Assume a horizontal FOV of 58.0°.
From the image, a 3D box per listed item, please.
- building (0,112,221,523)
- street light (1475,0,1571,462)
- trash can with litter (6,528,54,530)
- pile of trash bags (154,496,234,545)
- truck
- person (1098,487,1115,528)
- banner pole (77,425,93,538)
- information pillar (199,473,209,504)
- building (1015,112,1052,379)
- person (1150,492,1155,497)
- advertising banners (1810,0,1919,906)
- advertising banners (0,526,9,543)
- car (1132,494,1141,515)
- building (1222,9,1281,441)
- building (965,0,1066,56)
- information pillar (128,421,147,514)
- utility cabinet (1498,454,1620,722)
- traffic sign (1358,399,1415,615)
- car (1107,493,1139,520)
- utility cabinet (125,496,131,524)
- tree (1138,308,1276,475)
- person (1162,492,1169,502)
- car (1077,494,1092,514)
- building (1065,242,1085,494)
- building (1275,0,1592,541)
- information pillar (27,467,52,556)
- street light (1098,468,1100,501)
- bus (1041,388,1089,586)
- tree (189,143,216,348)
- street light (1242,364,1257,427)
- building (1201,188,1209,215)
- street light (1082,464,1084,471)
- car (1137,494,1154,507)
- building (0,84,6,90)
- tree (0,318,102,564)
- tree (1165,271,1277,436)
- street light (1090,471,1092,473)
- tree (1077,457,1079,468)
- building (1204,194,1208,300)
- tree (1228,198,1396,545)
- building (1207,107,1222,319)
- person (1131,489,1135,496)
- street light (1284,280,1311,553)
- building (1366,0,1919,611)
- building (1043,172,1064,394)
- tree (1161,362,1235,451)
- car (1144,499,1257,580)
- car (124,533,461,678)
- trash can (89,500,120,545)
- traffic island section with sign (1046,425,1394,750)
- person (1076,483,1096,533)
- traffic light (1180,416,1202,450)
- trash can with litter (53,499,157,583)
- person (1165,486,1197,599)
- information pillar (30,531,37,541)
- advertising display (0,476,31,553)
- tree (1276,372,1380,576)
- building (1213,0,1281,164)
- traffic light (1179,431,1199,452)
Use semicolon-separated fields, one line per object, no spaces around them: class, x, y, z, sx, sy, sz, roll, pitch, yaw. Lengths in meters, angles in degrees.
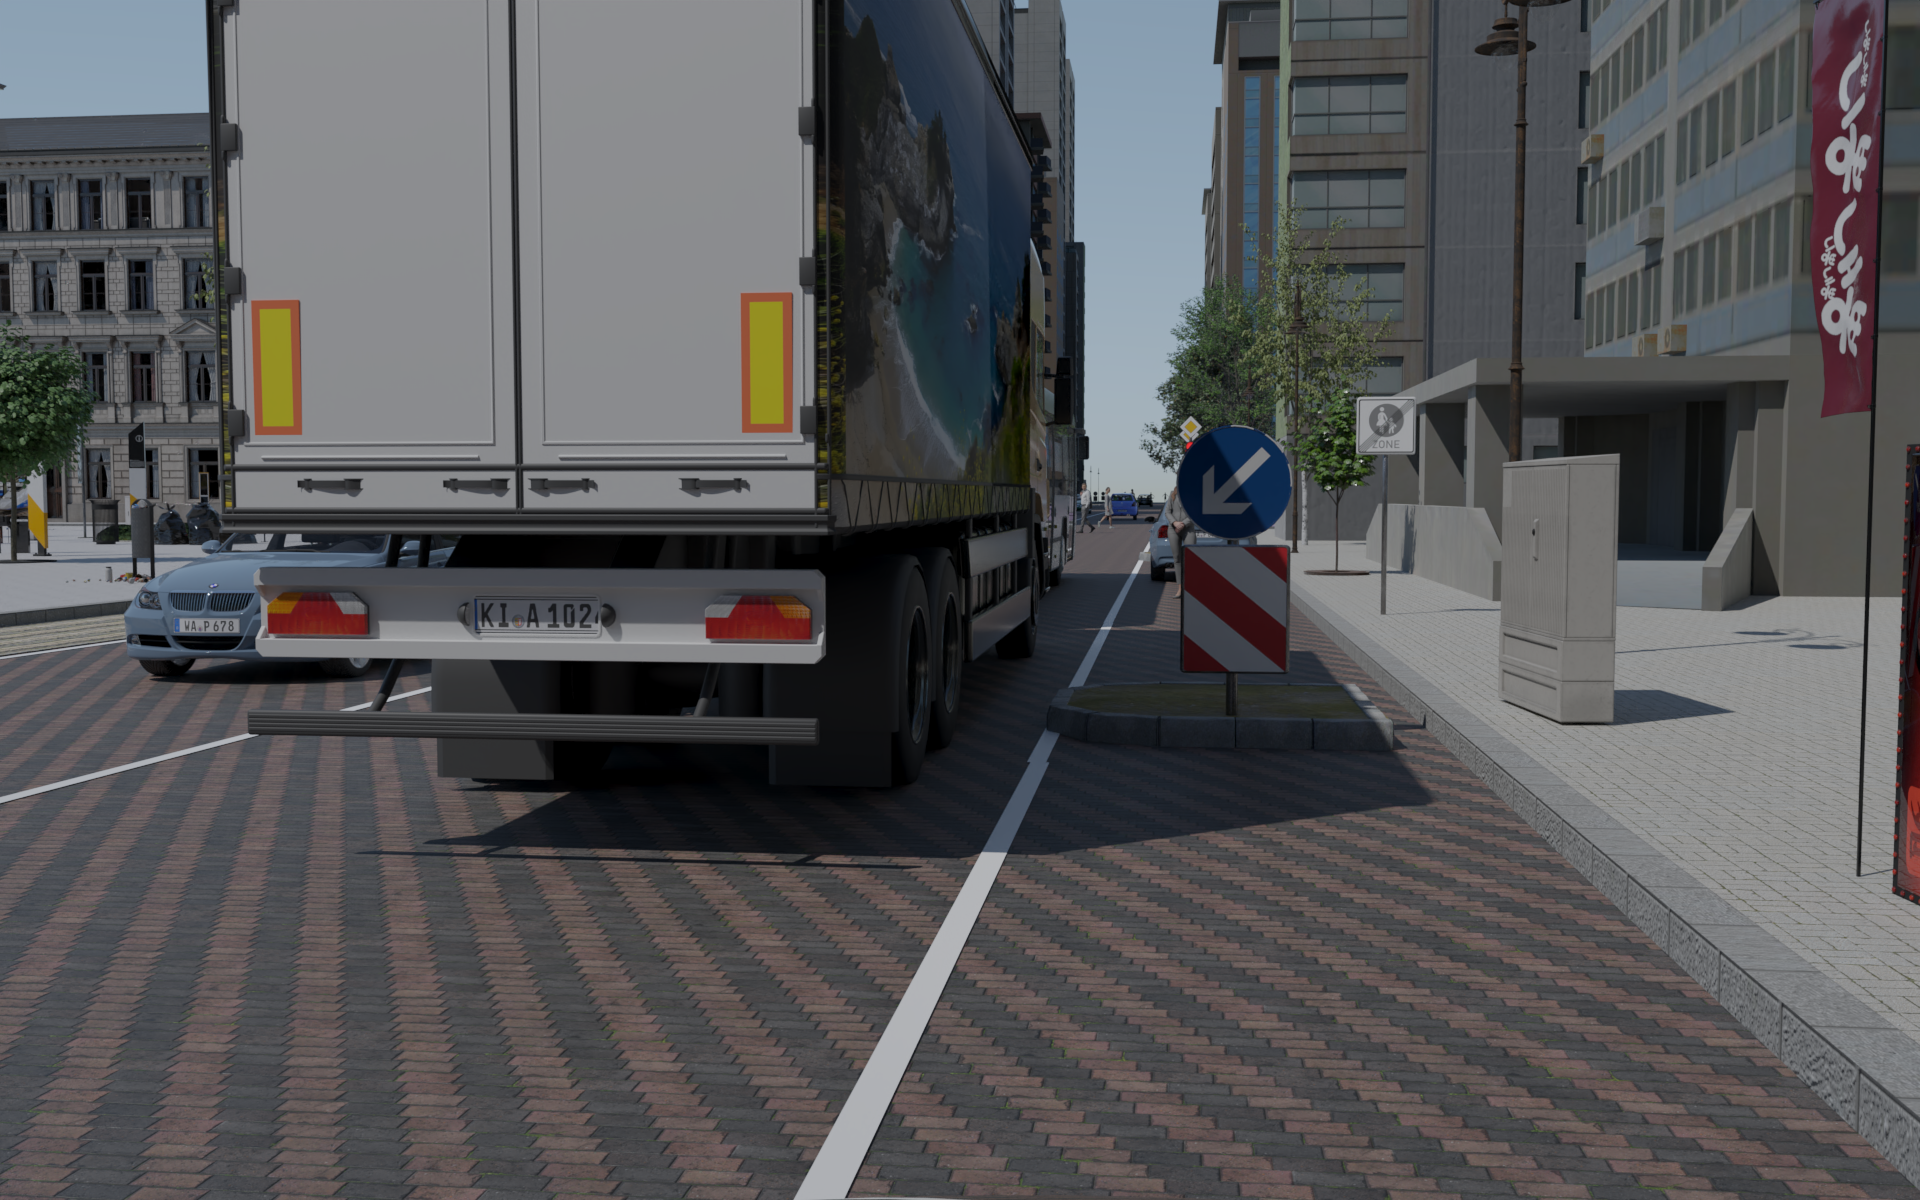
building;-40.464;-13.309;82.223;19.286;19.102;10.561;0;4;7
street light;4.234;-2.468;13.135;0.468;5.910;1.993;0;4;7
trash can with litter;-33.639;-3.164;62.788;1.678;1.210;2.233;-1;4;-18
pile of trash bags;-19.034;-2.151;44.923;1.912;1.369;3.447;2;4;27
truck;-0.925;-1.407;11.922;2.839;4.237;11.283;0;4;7
person;6.134;-3.852;72.226;0.760;1.731;0.466;-2;4;-26
banner pole;-25.411;-3.673;50.078;0.401;3.779;0.863;-1;4;-14
information pillar;-25.980;-3.367;59.549;0.304;2.012;0.304;-2;4;-24
building;-1.146;-33.138;196.427;22.147;44.769;28.867;0;4;7
person;29.684;-15.893;269.062;1.217;1.735;0.721;0;4;-6
advertising banners;2.999;-0.551;5.199;0.090;3.025;2.074;0;4;2
advertising banners;-25.014;-2.974;44.811;0.090;3.025;2.074;1;4;8
car;11.249;-6.594;117.593;2.009;1.686;4.222;0;4;6
building;31.668;-31.300;161.859;14.600;45.320;14.200;0;4;7
building;7.237;-49.986;255.524;20.563;71.187;20.611;0;4;7
information pillar;-26.475;-3.941;55.790;0.504;3.616;0.183;-1;4;-13
utility cabinet;3.467;-0.088;10.120;0.318;1.500;1.173;0;4;1
traffic sign;4.500;-0.992;18.350;0.606;2.300;0.079;1;4;9
car;9.026;-5.316;96.512;1.945;1.707;3.694;0;4;5
utility cabinet;-31.212;-3.308;65.246;0.306;1.237;1.020;-2;4;-35
tree;16.164;-11.610;106.825;9.611;12.733;9.660;0;3;0
person;35.978;-17.984;303.317;1.217;1.735;0.721;2;4;27
car;8.477;-6.924;125.000;2.131;1.459;4.920;1;4;9
building;12.359;-36.098;273.796;14.154;41.232;14.086;0;4;7
building;16.763;-22.553;52.340;14.154;41.232;14.086;0;4;7
information pillar;-19.014;-2.711;35.671;0.504;3.616;0.183;2;4;25
street light;24.259;-20.211;303.241;0.468;5.910;1.993;0;4;7
bus;-0.013;-1.807;24.401;2.948;3.499;13.247;0;4;8
tree;-10.793;-4.873;30.041;4.737;8.622;4.395;0;3;0
street light;10.286;-5.439;61.711;0.468;5.910;1.993;0;4;7
building;54.465;-42.658;286.691;28.713;52.752;27.495;0;4;7
street light;18.119;-17.252;254.852;0.468;5.910;1.993;0;4;7
car;20.729;-11.282;194.240;2.009;1.686;4.222;1;4;9
building;-62.647;-17.642;85.711;25.104;27.353;12.463;0;4;7
tree;-17.786;-2.974;32.342;4.285;4.588;4.351;0;3;0
tree;13.376;-9.556;82.001;9.928;11.665;9.643;0;3;0
street light;21.080;-18.734;279.095;0.468;5.910;1.993;0;4;7
tree;12.839;-16.265;216.300;4.360;8.622;3.978;0;3;0
building;47.912;-39.075;262.572;21.300;48.544;21.600;0;4;7
tree;8.630;-5.662;42.941;4.737;8.622;4.395;0;3;0
building;40.769;-35.632;206.291;21.300;48.544;21.600;0;4;7
person;12.585;-7.211;126.491;0.616;1.811;0.778;2;4;24
street light;7.290;-3.960;37.541;0.468;5.910;1.993;0;4;7
building;23.209;-20.336;24.376;32.217;40.220;23.993;0;4;7
building;6.890;-36.009;238.850;14.600;45.320;14.200;0;4;7
tree;18.160;-12.671;125.301;7.486;12.596;7.792;0;3;0
car;4.176;-1.095;29.909;2.014;1.417;4.499;0;4;7
car;-5.384;-0.191;15.124;2.014;1.417;4.499;0;4;6
trash can;-21.804;-1.990;44.186;0.748;1.137;0.748;0;3;0
traffic island section with sign;1.564;-0.129;10.733;1.989;1.847;2.006;0;4;7
person;4.595;-3.360;63.535;0.850;1.850;0.679;-1;4;-22
traffic light;8.276;-4.490;62.326;0.839;4.253;0.868;0;4;7
trash can with litter;-11.796;-0.866;25.219;2.233;1.210;1.678;3;4;36
person;3.044;-0.908;23.624;0.520;1.790;0.573;1;4;10
information pillar;-25.526;-2.641;47.673;0.304;2.012;0.304;1;4;15
advertising display;-20.353;-1.973;37.471;0.974;1.923;0.123;0;4;-8
tree;6.063;-2.008;27.434;1.663;3.219;1.824;0;3;0
building;41.108;-36.220;181.430;28.713;52.752;27.495;0;4;7
traffic light;9.262;-4.974;70.250;0.839;4.253;0.868;0;4;7
